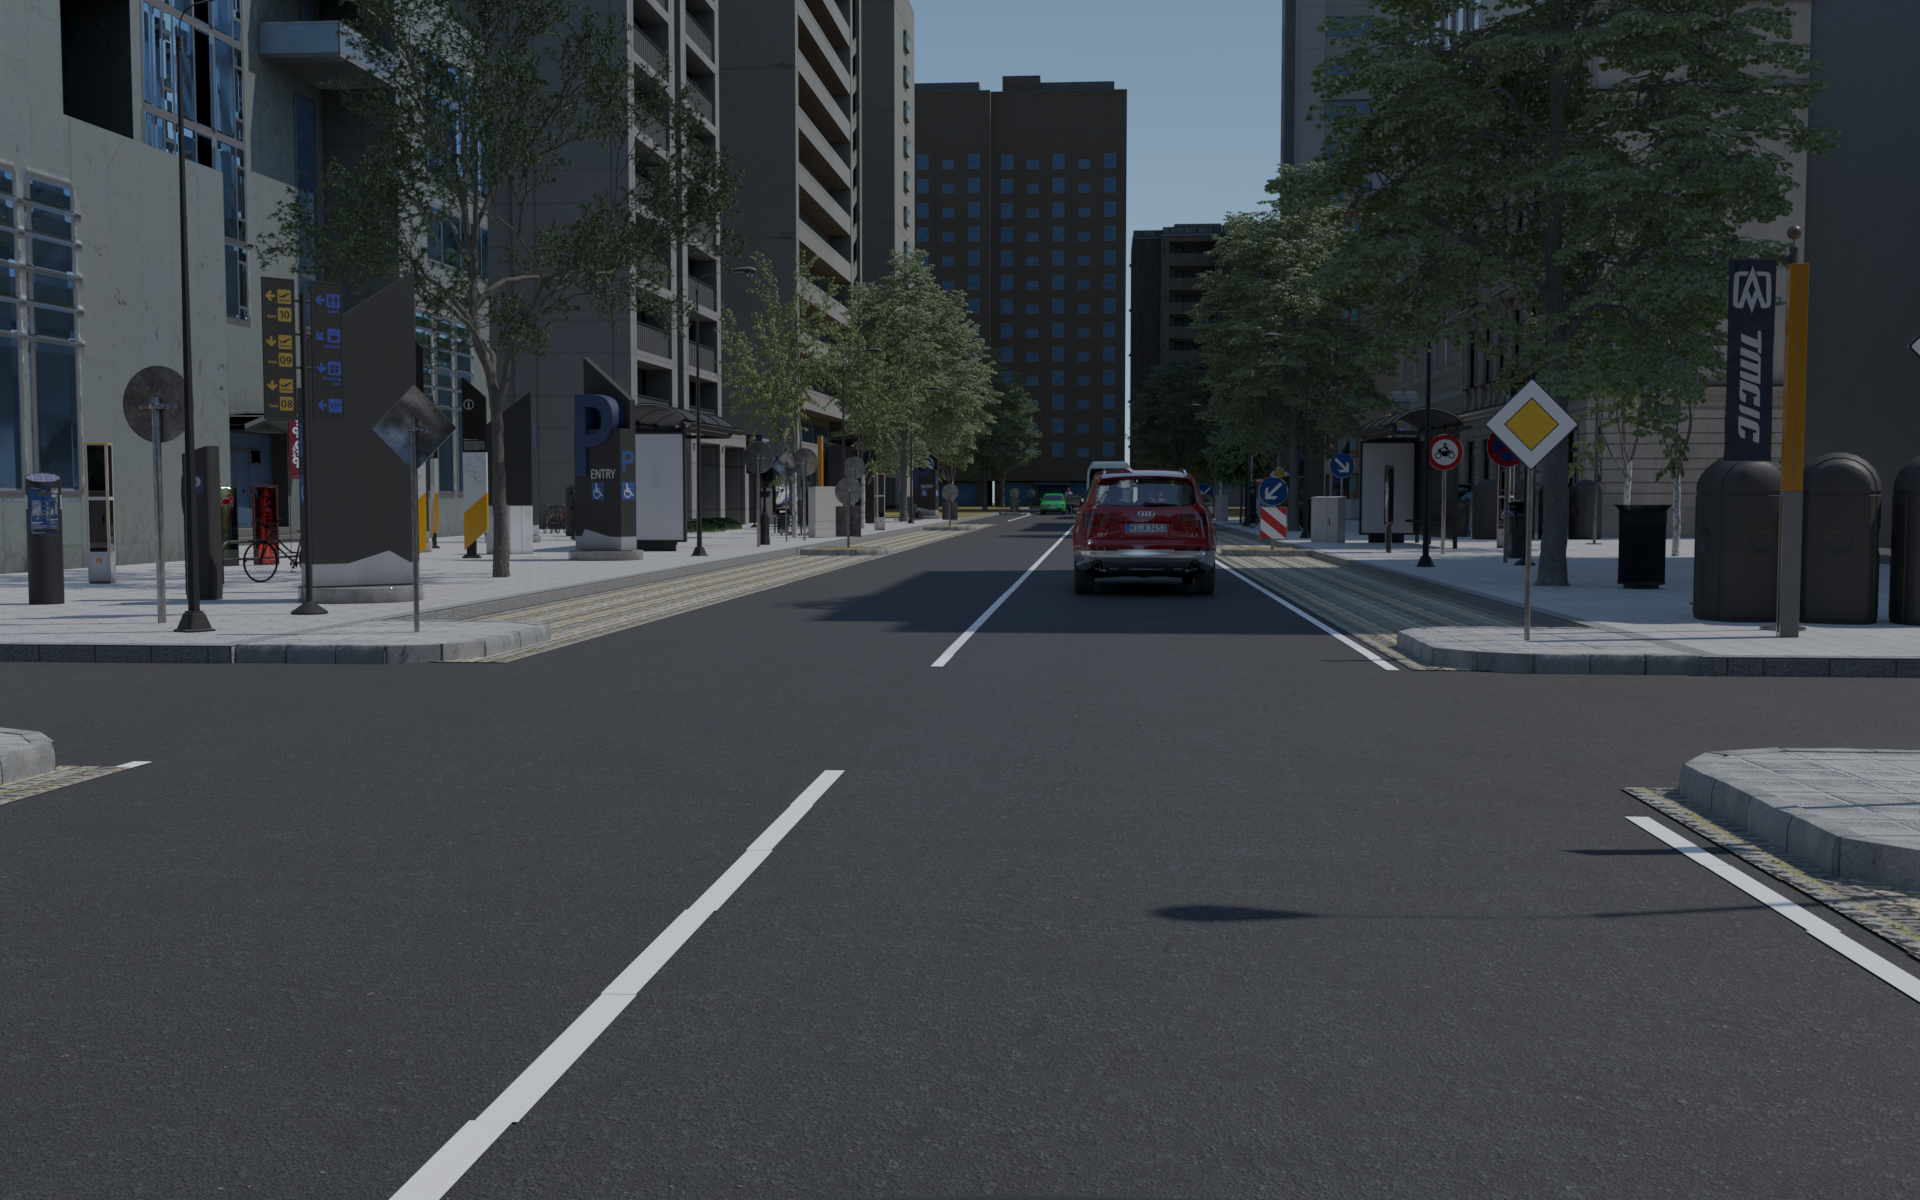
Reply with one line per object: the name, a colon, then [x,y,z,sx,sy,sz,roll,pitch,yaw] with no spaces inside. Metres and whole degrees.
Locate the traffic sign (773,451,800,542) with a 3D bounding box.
traffic sign: [-4.667,-2.774,46.538,0.795,2.450,0.064,1,4,13]

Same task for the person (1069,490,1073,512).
person: [8.533,-7.749,135.720,0.750,1.759,0.617,-2,4,-30]

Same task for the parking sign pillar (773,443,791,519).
parking sign pillar: [-9.327,-6.131,88.709,1.447,3.967,1.447,0,4,-5]

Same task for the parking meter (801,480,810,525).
parking meter: [-6.410,-4.051,71.946,0.255,1.863,0.399,1,4,16]

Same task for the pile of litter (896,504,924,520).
pile of litter: [-2.545,-4.457,86.840,1.719,0.858,1.176,-1,4,-16]

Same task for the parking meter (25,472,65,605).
parking meter: [-10.658,-0.719,20.169,0.372,1.533,0.369,0,3,0]

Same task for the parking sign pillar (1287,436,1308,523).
parking sign pillar: [14.887,-5.346,75.871,1.447,3.967,1.447,0,4,-3]

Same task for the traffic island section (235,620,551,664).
traffic island section: [-5.058,0.380,16.061,2.009,0.180,2.903,0,4,5]

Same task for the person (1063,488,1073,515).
person: [7.306,-6.639,116.921,0.709,1.838,0.599,1,4,9]

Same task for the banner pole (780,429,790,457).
banner pole: [-6.744,-4.673,66.422,0.401,3.779,0.863,-3,4,-36]

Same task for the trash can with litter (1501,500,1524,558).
trash can with litter: [11.154,-1.436,34.873,0.624,1.170,1.055,1,4,11]

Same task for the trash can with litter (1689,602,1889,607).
trash can with litter: [9.720,-0.556,20.147,2.233,1.210,1.678,2,4,24]

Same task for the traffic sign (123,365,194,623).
traffic sign: [-7.950,-1.044,17.174,0.768,2.556,0.104,1,4,9]

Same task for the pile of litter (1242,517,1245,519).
pile of litter: [14.993,-4.498,87.505,1.176,0.858,1.719,-1,4,-22]

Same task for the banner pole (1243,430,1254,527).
banner pole: [11.286,-4.725,67.274,0.401,3.779,0.863,0,4,-4]

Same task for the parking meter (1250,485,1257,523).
parking meter: [12.878,-4.329,76.487,0.399,1.863,0.255,0,4,1]

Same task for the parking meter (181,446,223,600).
parking meter: [-9.211,-0.938,21.039,0.399,1.863,0.255,1,4,14]

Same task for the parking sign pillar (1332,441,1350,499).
parking sign pillar: [19.209,-6.047,87.333,1.447,3.967,1.447,2,4,34]

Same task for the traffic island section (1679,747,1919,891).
traffic island section: [4.331,0.919,7.259,2.009,0.180,2.903,0,4,5]

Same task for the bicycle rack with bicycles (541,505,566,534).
bicycle rack with bicycles: [-13.871,-2.669,57.024,2.852,0.926,2.925,0,4,6]

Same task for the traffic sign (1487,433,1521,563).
traffic sign: [10.163,-1.963,32.195,0.768,2.556,0.104,0,4,8]

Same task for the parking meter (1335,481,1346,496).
parking meter: [16.701,-4.302,76.053,0.399,1.863,0.255,-2,4,-25]

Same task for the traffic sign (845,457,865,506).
traffic sign: [-3.610,-3.590,58.806,0.768,2.556,0.104,0,4,7]

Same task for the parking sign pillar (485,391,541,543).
parking sign pillar: [-11.869,-3.511,45.878,1.447,3.967,1.447,1,4,10]

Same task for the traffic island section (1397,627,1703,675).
traffic island section: [4.997,0.432,15.216,2.009,0.180,2.903,0,4,5]

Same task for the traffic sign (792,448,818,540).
traffic sign: [-4.301,-2.918,47.814,0.768,2.556,0.104,1,4,10]

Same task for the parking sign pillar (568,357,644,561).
parking sign pillar: [-6.916,-2.767,33.719,1.447,3.967,1.447,3,4,36]

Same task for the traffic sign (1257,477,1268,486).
traffic sign: [15.504,-5.464,89.444,0.768,2.556,0.104,0,4,7]

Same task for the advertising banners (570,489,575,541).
advertising banners: [-10.353,-3.191,48.368,0.090,3.025,2.074,1,4,16]

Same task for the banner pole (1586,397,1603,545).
banner pole: [16.134,-3.289,43.798,0.401,3.779,0.863,0,4,8]

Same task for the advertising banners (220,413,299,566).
advertising banners: [-12.556,-2.142,31.202,0.090,3.025,2.074,3,5,39]

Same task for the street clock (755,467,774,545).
street clock: [-4.921,-2.388,43.616,0.358,2.002,0.471,3,4,38]

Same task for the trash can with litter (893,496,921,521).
trash can with litter: [-2.686,-4.445,83.731,1.678,1.210,2.233,2,4,26]

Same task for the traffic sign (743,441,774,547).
traffic sign: [-4.887,-2.558,41.925,0.768,2.556,0.104,1,4,14]

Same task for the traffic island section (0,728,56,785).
traffic island section: [-5.725,0.867,8.104,2.009,0.180,2.903,0,4,5]

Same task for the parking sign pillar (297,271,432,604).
parking sign pillar: [-7.225,-1.977,20.789,1.447,3.967,1.447,-3,5,-39]

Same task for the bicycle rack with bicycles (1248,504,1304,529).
bicycle rack with bicycles: [12.291,-3.082,63.768,2.852,0.926,2.925,-1,4,-20]

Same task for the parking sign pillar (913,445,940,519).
parking sign pillar: [-1.770,-6.165,89.272,1.447,3.967,1.447,1,4,23]

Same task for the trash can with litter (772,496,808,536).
trash can with litter: [-4.895,-2.580,53.241,1.678,1.210,2.233,-3,4,-39]

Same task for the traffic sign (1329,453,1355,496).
traffic sign: [11.884,-3.292,53.925,0.768,2.556,0.104,1,4,13]

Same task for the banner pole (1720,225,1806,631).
banner pole: [7.547,-1.604,16.237,0.863,3.779,0.401,0,4,-5]

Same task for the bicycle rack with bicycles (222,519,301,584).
bicycle rack with bicycles: [-9.216,-0.730,25.313,2.852,0.926,2.925,1,4,20]
